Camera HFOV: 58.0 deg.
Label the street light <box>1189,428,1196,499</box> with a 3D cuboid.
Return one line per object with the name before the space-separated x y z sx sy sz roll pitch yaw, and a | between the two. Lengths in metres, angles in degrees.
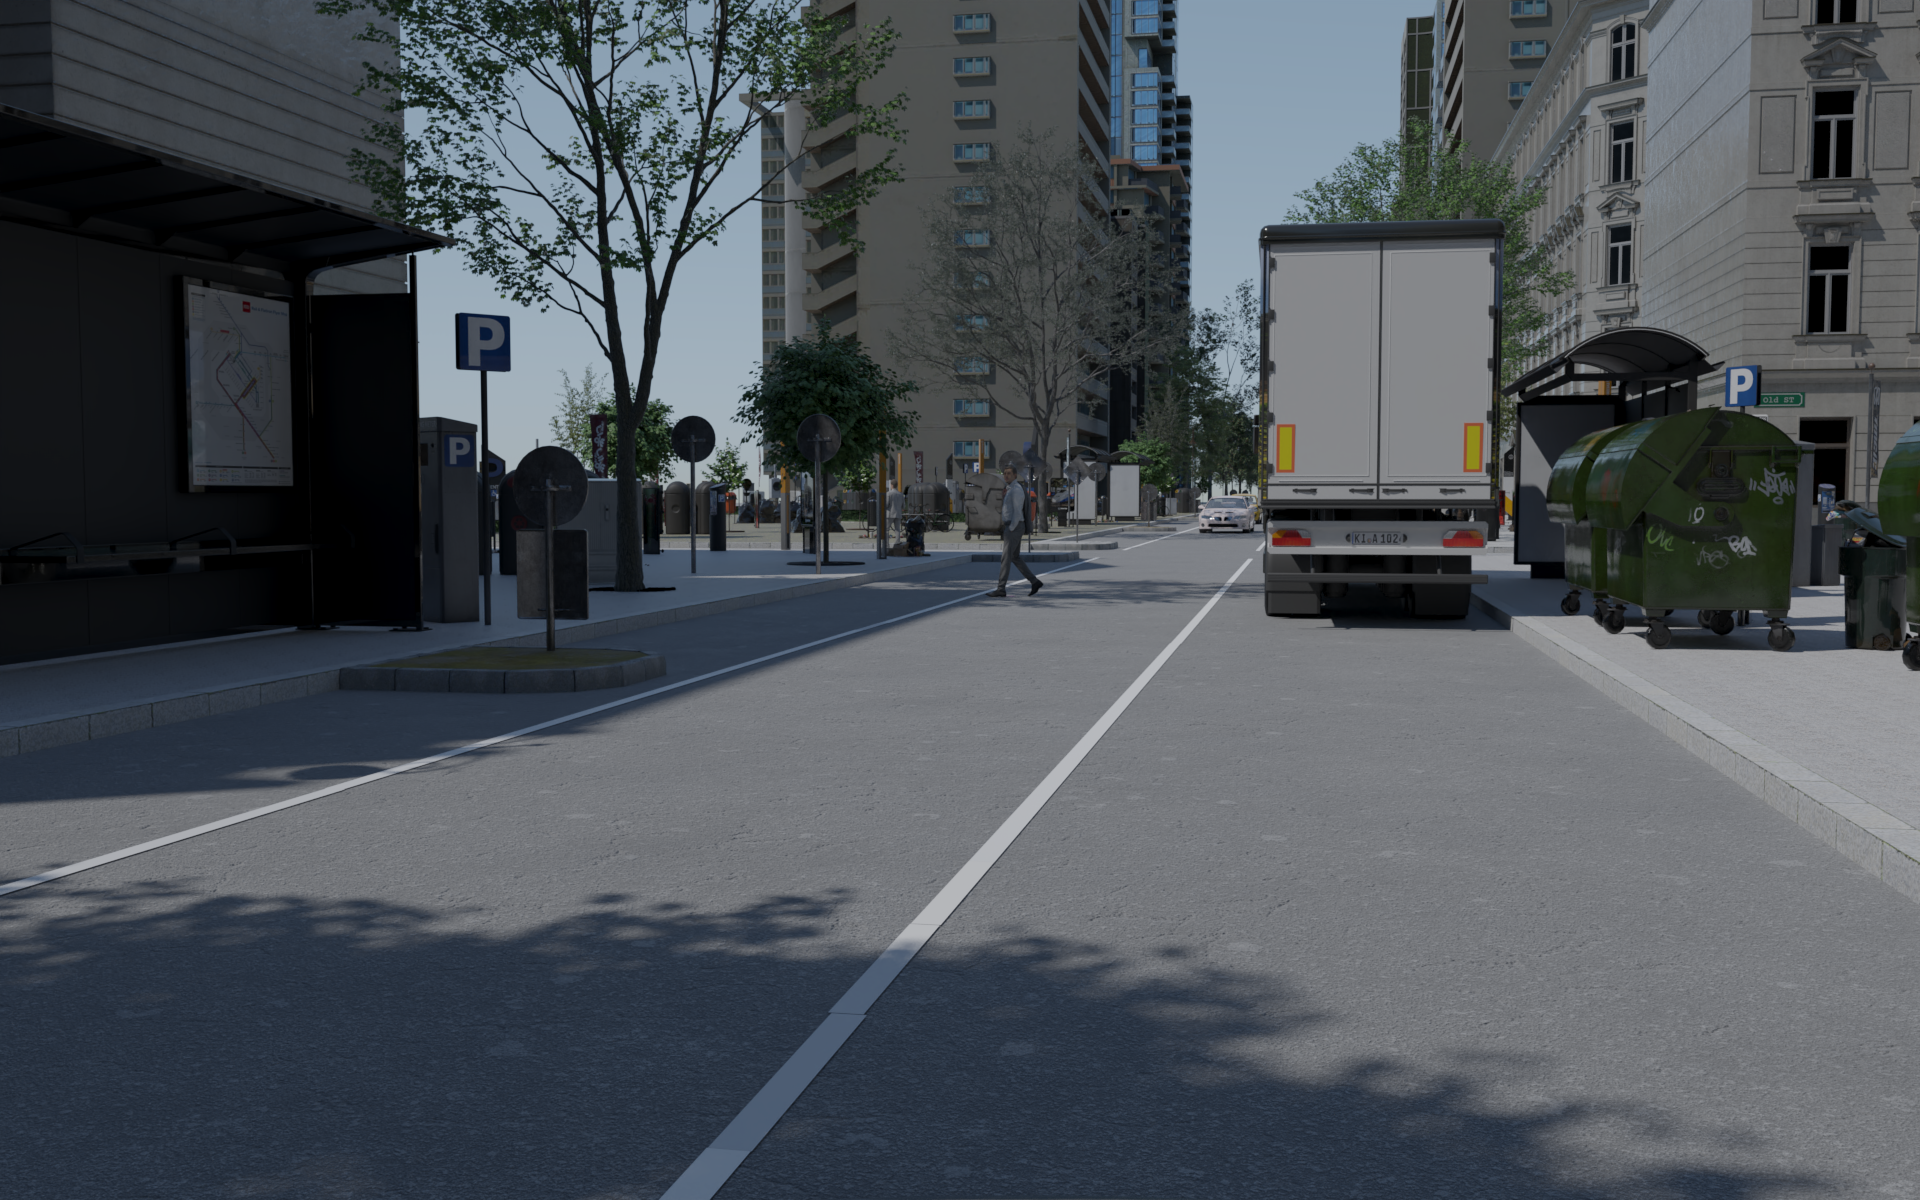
street light | 16.343 -9.098 121.538 0.468 5.910 1.993 1 4 11

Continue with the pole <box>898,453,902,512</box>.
pole | -2.998 -5.681 86.726 0.158 3.312 0.155 0 3 0

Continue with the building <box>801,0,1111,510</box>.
building | -0.175 -31.211 134.000 21.300 48.544 21.600 1 4 11

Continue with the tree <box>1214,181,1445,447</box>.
tree | 24.154 -15.316 106.305 12.611 20.169 13.585 0 3 0

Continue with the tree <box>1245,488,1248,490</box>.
tree | 45.575 -19.598 270.780 4.737 8.622 4.395 0 3 0

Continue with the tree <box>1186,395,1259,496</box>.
tree | 29.841 -16.957 194.256 9.611 12.733 9.660 0 3 0

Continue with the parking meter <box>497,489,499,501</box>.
parking meter | -18.677 -3.800 70.546 0.372 1.533 0.369 0 3 0

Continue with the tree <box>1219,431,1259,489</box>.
tree | 33.898 -17.113 214.203 8.767 10.594 7.601 2 4 30

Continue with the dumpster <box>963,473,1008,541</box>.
dumpster | 0.830 -2.595 48.189 1.264 1.857 1.865 1 4 11

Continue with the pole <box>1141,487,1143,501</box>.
pole | 11.396 -6.973 107.844 0.158 3.312 0.155 0 3 0

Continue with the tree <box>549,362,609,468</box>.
tree | -21.310 -8.993 97.393 4.737 8.622 4.395 0 3 0

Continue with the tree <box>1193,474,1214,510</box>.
tree | 20.164 -9.144 144.104 1.663 3.219 1.824 0 3 0

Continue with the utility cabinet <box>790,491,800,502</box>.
utility cabinet | -11.426 -6.761 119.218 1.173 1.500 0.318 3 4 38

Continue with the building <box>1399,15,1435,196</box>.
building | 74.097 -50.173 258.578 20.563 71.187 20.611 1 4 11

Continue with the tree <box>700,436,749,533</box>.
tree | -7.877 -3.879 58.024 1.663 3.219 1.824 0 3 0

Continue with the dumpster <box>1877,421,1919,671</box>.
dumpster | 7.279 -0.560 11.645 1.502 2.255 1.985 1 4 11

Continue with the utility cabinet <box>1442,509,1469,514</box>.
utility cabinet | 20.336 -3.825 71.214 0.318 1.500 1.173 -3 4 -36

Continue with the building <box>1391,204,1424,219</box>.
building | 67.291 -34.213 242.978 14.154 41.232 14.086 1 4 11

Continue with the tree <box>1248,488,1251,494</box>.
tree | 43.107 -18.818 258.041 4.360 8.622 3.978 0 3 0

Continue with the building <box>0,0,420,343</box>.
building | -19.832 -11.003 29.053 18.267 20.994 9.793 1 4 11

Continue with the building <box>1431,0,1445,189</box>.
building | 68.345 -55.369 217.947 22.319 86.520 31.000 1 4 11

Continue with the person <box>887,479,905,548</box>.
person | -1.713 -2.125 43.444 0.606 1.804 0.583 -3 5 -40

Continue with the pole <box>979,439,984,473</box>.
pole | 0.800 -4.321 64.492 0.158 3.312 0.155 0 3 0

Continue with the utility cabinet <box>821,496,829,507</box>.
utility cabinet | -5.625 -3.575 69.616 0.306 1.237 1.020 -2 4 -29

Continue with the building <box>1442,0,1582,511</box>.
building | 50.508 -31.539 139.368 21.300 48.544 21.600 1 4 11

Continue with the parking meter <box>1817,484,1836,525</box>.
parking meter | 21.143 -2.071 42.276 0.372 1.533 0.369 0 3 0

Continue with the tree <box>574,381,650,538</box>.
tree | -9.518 -4.083 50.466 4.285 4.588 4.351 0 3 0

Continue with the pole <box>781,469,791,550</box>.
pole | -4.003 -2.805 39.697 0.158 3.312 0.155 0 3 0

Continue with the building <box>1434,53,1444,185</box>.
building | 56.975 -33.330 164.555 23.786 49.044 30.456 1 4 11

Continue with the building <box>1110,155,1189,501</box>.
building | 18.179 -34.986 226.646 22.147 44.769 28.867 1 4 11

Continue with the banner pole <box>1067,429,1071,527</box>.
banner pole | 4.179 -4.694 66.762 0.401 3.779 0.863 0 4 -5

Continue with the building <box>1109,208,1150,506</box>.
building | 11.466 -24.669 175.032 14.160 30.474 14.107 1 4 11

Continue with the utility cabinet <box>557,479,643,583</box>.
utility cabinet | -5.139 -0.980 24.695 1.173 1.500 0.318 -1 4 -16

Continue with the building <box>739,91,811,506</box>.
building | -1.132 -28.500 157.862 32.217 40.220 23.993 1 4 11

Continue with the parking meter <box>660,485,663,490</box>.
parking meter | -18.738 -6.263 108.114 0.399 1.863 0.255 2 4 34

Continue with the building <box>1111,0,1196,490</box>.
building | 24.112 -57.614 254.665 22.319 86.520 31.000 1 4 11

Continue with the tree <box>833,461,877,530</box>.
tree | -3.589 -4.109 61.791 1.663 3.219 1.824 0 3 0

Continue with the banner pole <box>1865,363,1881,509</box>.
banner pole | 17.563 -2.650 33.339 0.401 3.779 0.863 3 5 43

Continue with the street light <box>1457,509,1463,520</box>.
street light | 10.303 -3.839 35.549 0.468 5.910 1.993 1 4 11

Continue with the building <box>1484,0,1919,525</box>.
building | 38.810 -19.330 92.463 17.030 29.872 44.131 1 4 11

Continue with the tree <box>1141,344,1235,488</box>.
tree | 17.334 -13.045 131.418 7.486 12.596 7.792 0 3 0

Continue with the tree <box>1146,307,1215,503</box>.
tree | 22.969 -18.164 152.867 12.611 20.169 13.585 0 3 0

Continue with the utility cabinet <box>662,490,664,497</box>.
utility cabinet | -16.840 -5.610 100.399 1.173 1.500 0.318 0 4 5

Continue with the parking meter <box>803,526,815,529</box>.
parking meter | -4.510 -2.643 51.620 0.372 1.533 0.369 0 3 0

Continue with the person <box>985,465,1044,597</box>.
person | 0.752 -0.951 24.156 0.850 1.850 0.679 -1 4 -9

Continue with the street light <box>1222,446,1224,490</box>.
street light | 25.060 -11.750 164.907 0.468 5.910 1.993 1 4 11

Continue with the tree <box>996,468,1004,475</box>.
tree | 2.789 -7.216 112.575 1.663 3.219 1.824 0 3 0

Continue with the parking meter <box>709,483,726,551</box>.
parking meter | -5.450 -1.869 38.976 0.372 1.533 0.369 0 3 0
